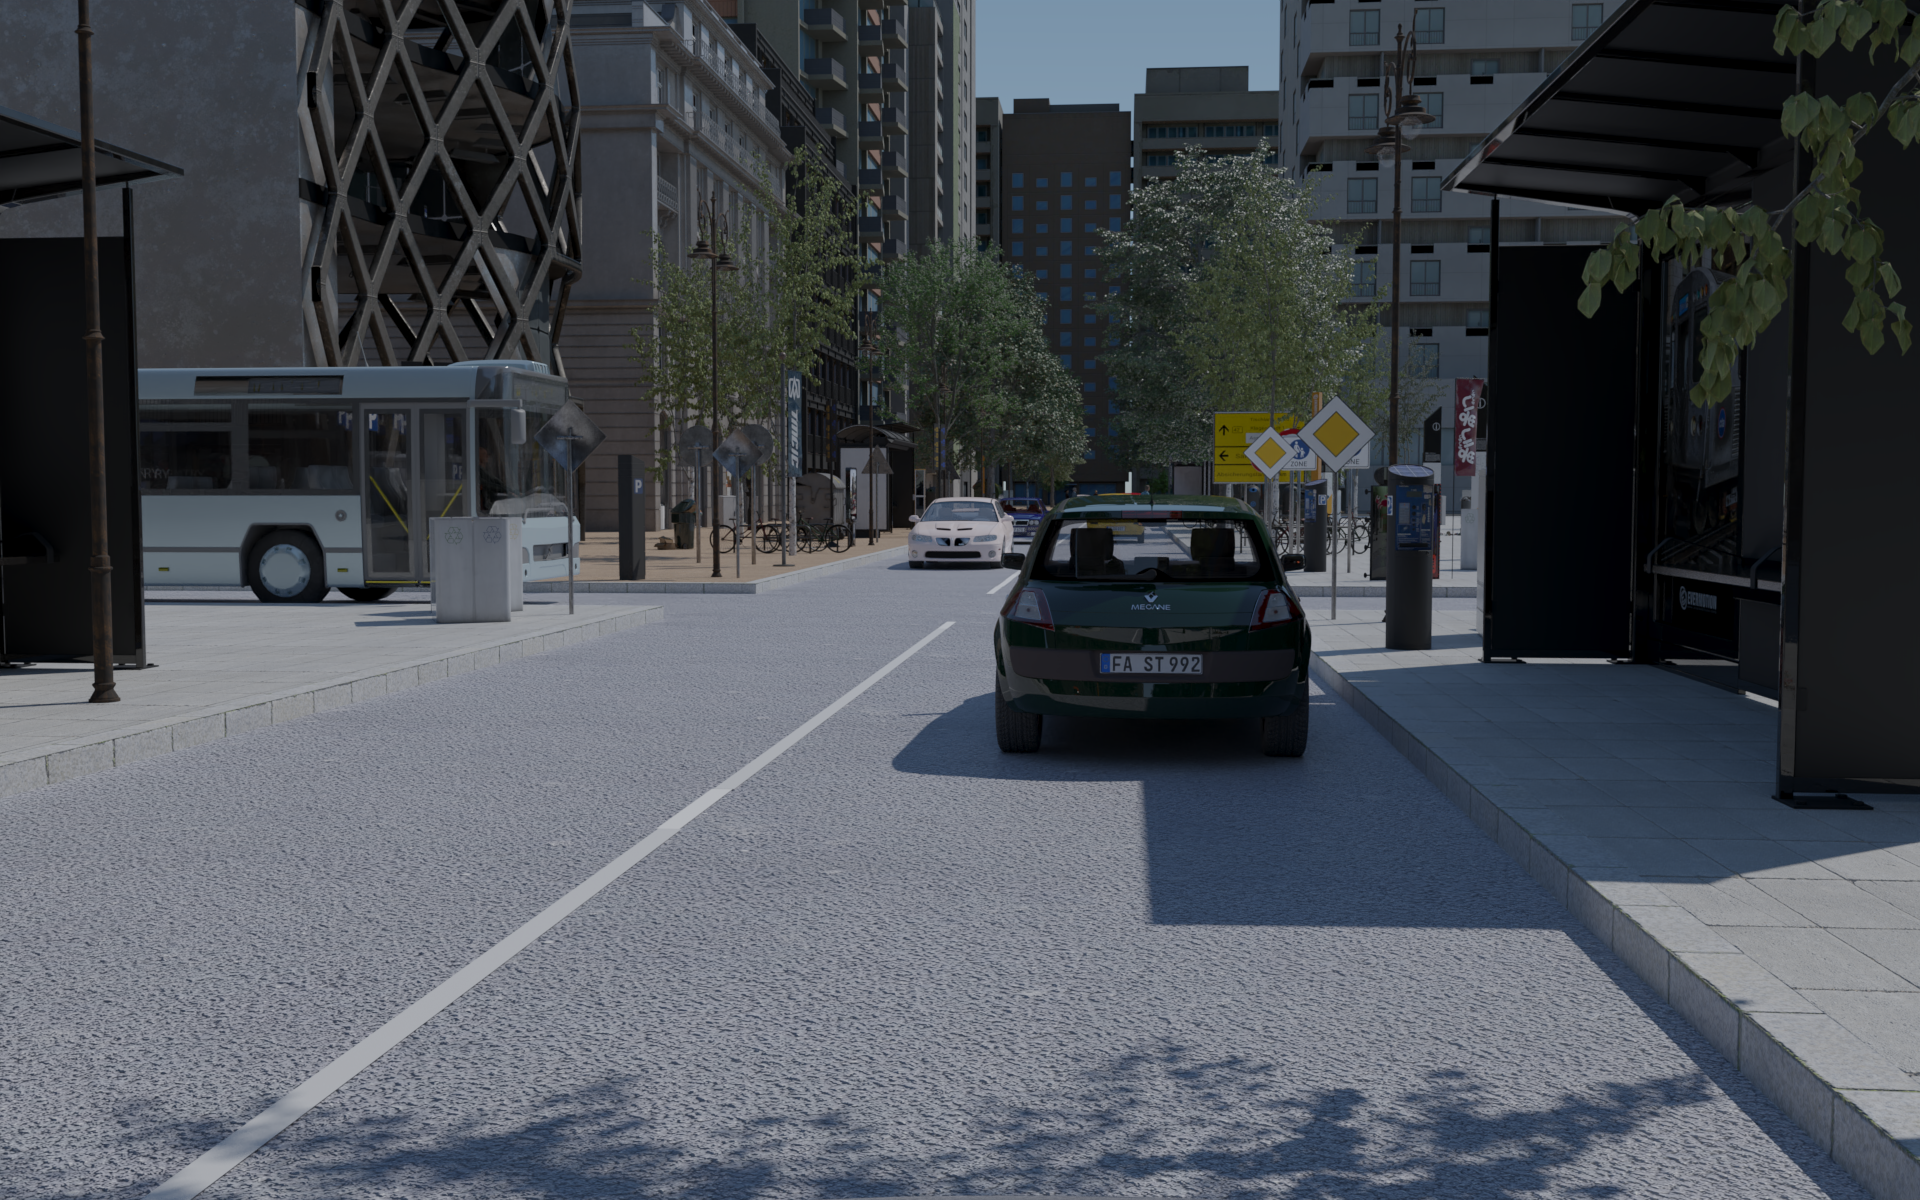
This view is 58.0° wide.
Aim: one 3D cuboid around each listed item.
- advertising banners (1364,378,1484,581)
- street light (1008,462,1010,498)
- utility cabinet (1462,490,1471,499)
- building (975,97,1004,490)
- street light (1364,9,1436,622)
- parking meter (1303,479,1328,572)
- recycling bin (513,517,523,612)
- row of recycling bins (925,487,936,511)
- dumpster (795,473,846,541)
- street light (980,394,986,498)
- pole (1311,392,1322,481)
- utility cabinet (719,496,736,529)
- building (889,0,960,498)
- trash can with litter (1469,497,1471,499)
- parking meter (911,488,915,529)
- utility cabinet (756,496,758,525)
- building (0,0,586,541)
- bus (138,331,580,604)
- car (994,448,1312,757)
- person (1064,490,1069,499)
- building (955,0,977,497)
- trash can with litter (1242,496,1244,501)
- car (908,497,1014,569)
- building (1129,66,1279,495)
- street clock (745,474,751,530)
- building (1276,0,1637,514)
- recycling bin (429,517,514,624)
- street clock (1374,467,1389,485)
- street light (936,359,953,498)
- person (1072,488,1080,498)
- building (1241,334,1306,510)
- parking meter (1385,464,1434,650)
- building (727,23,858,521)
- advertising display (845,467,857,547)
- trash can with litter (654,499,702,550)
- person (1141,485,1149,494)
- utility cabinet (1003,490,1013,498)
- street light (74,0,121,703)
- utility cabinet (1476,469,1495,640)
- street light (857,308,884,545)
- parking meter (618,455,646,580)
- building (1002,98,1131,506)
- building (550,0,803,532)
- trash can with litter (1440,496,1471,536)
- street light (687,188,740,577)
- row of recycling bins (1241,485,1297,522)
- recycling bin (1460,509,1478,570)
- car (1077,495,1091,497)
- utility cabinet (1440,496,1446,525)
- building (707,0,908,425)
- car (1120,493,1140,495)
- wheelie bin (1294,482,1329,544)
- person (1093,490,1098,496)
[{"bbox_3d":[6.971,-1.820,25.941,2.074,3.025,0.090,-1,4,-21],"label":"advertising banners"},{"bbox_3d":[2.650,-7.375,93.376,0.468,5.910,1.993,0,4,5],"label":"street light"},{"bbox_3d":[28.450,-5.343,96.032,1.173,1.500,0.318,1,4,19],"label":"utility cabinet"},{"bbox_3d":[-5.201,-35.479,203.776,21.600,48.544,21.300,0,4,5],"label":"building"},{"bbox_3d":[4.320,-2.715,17.186,0.468,5.910,1.993,0,4,5],"label":"street light"},{"bbox_3d":[5.860,-1.232,28.551,0.372,1.533,0.369,0,3,0],"label":"parking meter"},{"bbox_3d":[-5.264,-0.386,18.858,0.722,1.027,0.722,2,4,28],"label":"recycling bin"},{"bbox_3d":[-2.516,-5.459,96.362,3.534,1.692,1.069,3,5,39],"label":"row of recycling bins"},{"bbox_3d":[-3.886,-2.570,47.785,1.264,1.857,1.865,0,4,5],"label":"dumpster"},{"bbox_3d":[0.973,-6.365,76.850,0.468,5.910,1.993,0,4,5],"label":"street light"},{"bbox_3d":[7.155,-2.505,34.794,0.158,3.312,0.155,0,3,0],"label":"pole"},{"bbox_3d":[-8.597,-3.253,64.341,0.306,1.237,1.020,2,4,29],"label":"utility cabinet"},{"bbox_3d":[-7.672,-27.836,138.705,14.154,41.232,14.086,0,4,5],"label":"building"},{"bbox_3d":[28.136,-5.077,94.388,1.055,1.170,0.624,-3,5,-40],"label":"trash can with litter"},{"bbox_3d":[-2.011,-3.577,66.890,0.372,1.533,0.369,0,3,0],"label":"parking meter"},{"bbox_3d":[-7.527,-3.188,63.289,0.306,1.237,1.020,0,4,-6],"label":"utility cabinet"},{"bbox_3d":[-18.459,-10.763,43.427,16.820,18.784,16.811,0,4,5],"label":"building"},{"bbox_3d":[-10.877,-1.688,22.462,13.247,3.499,2.948,0,4,6],"label":"bus"},{"bbox_3d":[1.208,-0.069,10.910,2.009,1.686,4.222,0,4,6],"label":"car"},{"bbox_3d":[7.290,-6.559,116.563,0.721,1.723,1.217,1,4,8],"label":"person"},{"bbox_3d":[-9.524,-44.076,158.888,20.611,71.187,20.563,0,4,5],"label":"building"},{"bbox_3d":[13.741,-4.489,84.781,0.624,1.170,1.055,1,4,12],"label":"trash can with litter"},{"bbox_3d":[0.072,-1.377,34.879,2.083,1.381,4.827,0,4,5],"label":"car"},{"bbox_3d":[30.503,-35.260,200.196,21.600,48.544,21.300,0,4,5],"label":"building"},{"bbox_3d":[-7.395,-3.454,61.035,0.358,2.002,0.471,0,4,0],"label":"street clock"},{"bbox_3d":[37.235,-32.629,122.718,28.713,52.752,27.495,0,4,5],"label":"building"},{"bbox_3d":[-4.961,-0.305,17.545,0.722,1.027,0.722,-1,4,-21],"label":"recycling bin"},{"bbox_3d":[11.248,-2.534,46.007,0.471,2.002,0.358,0,4,-6],"label":"street clock"},{"bbox_3d":[-0.535,-5.312,59.635,0.468,5.910,1.993,0,4,5],"label":"street light"},{"bbox_3d":[6.654,-5.546,99.349,0.590,1.801,0.661,1,4,11],"label":"person"},{"bbox_3d":[39.118,-18.760,151.764,27.650,21.520,28.899,0,4,5],"label":"building"},{"bbox_3d":[3.725,-0.363,14.345,0.372,1.533,0.369,0,3,0],"label":"parking meter"},{"bbox_3d":[-12.658,-15.937,90.251,12.332,23.373,15.834,0,4,5],"label":"building"},{"bbox_3d":[-2.638,-2.253,42.053,0.123,1.923,0.974,0,4,6],"label":"advertising display"},{"bbox_3d":[-6.519,-1.750,40.001,0.624,1.170,1.055,3,4,39],"label":"trash can with litter"},{"bbox_3d":[7.357,-3.673,68.897,0.444,1.785,0.601,-2,4,-31],"label":"person"},{"bbox_3d":[2.651,-5.631,100.753,0.318,1.500,1.173,2,4,32],"label":"utility cabinet"},{"bbox_3d":[-5.288,-2.308,10.526,0.468,5.910,1.993,0,4,5],"label":"street light"},{"bbox_3d":[4.788,-0.406,15.320,0.318,1.500,1.173,1,4,12],"label":"utility cabinet"},{"bbox_3d":[-2.217,-4.301,43.109,0.468,5.910,1.993,0,4,5],"label":"street light"},{"bbox_3d":[-4.900,-1.234,25.880,0.255,1.863,0.399,2,4,24],"label":"parking meter"},{"bbox_3d":[12.404,-33.575,199.062,14.200,45.320,14.600,0,4,5],"label":"building"},{"bbox_3d":[-15.086,-13.971,70.231,13.314,21.916,24.055,0,4,5],"label":"building"},{"bbox_3d":[15.436,-2.616,53.829,1.678,1.210,2.233,3,5,43],"label":"trash can with litter"},{"bbox_3d":[-3.759,-3.289,26.571,0.468,5.910,1.993,0,4,5],"label":"street light"},{"bbox_3d":[14.167,-4.545,81.420,3.534,1.692,1.069,0,4,5],"label":"row of recycling bins"},{"bbox_3d":[8.963,-1.028,29.363,0.722,1.027,0.722,3,5,40],"label":"recycling bin"},{"bbox_3d":[9.829,-7.706,138.355,2.083,1.381,4.827,0,4,3],"label":"car"},{"bbox_3d":[19.611,-3.703,71.703,0.306,1.237,1.020,-3,4,-38],"label":"utility cabinet"},{"bbox_3d":[-15.398,-28.272,116.868,22.147,44.769,28.867,0,4,5],"label":"building"},{"bbox_3d":[8.243,-4.587,84.031,2.155,1.783,4.494,0,4,5],"label":"car"},{"bbox_3d":[9.086,-2.258,44.826,0.980,1.594,0.693,2,4,35],"label":"wheelie bin"},{"bbox_3d":[12.182,-8.906,154.638,1.217,1.766,0.721,2,4,24],"label":"person"}]
